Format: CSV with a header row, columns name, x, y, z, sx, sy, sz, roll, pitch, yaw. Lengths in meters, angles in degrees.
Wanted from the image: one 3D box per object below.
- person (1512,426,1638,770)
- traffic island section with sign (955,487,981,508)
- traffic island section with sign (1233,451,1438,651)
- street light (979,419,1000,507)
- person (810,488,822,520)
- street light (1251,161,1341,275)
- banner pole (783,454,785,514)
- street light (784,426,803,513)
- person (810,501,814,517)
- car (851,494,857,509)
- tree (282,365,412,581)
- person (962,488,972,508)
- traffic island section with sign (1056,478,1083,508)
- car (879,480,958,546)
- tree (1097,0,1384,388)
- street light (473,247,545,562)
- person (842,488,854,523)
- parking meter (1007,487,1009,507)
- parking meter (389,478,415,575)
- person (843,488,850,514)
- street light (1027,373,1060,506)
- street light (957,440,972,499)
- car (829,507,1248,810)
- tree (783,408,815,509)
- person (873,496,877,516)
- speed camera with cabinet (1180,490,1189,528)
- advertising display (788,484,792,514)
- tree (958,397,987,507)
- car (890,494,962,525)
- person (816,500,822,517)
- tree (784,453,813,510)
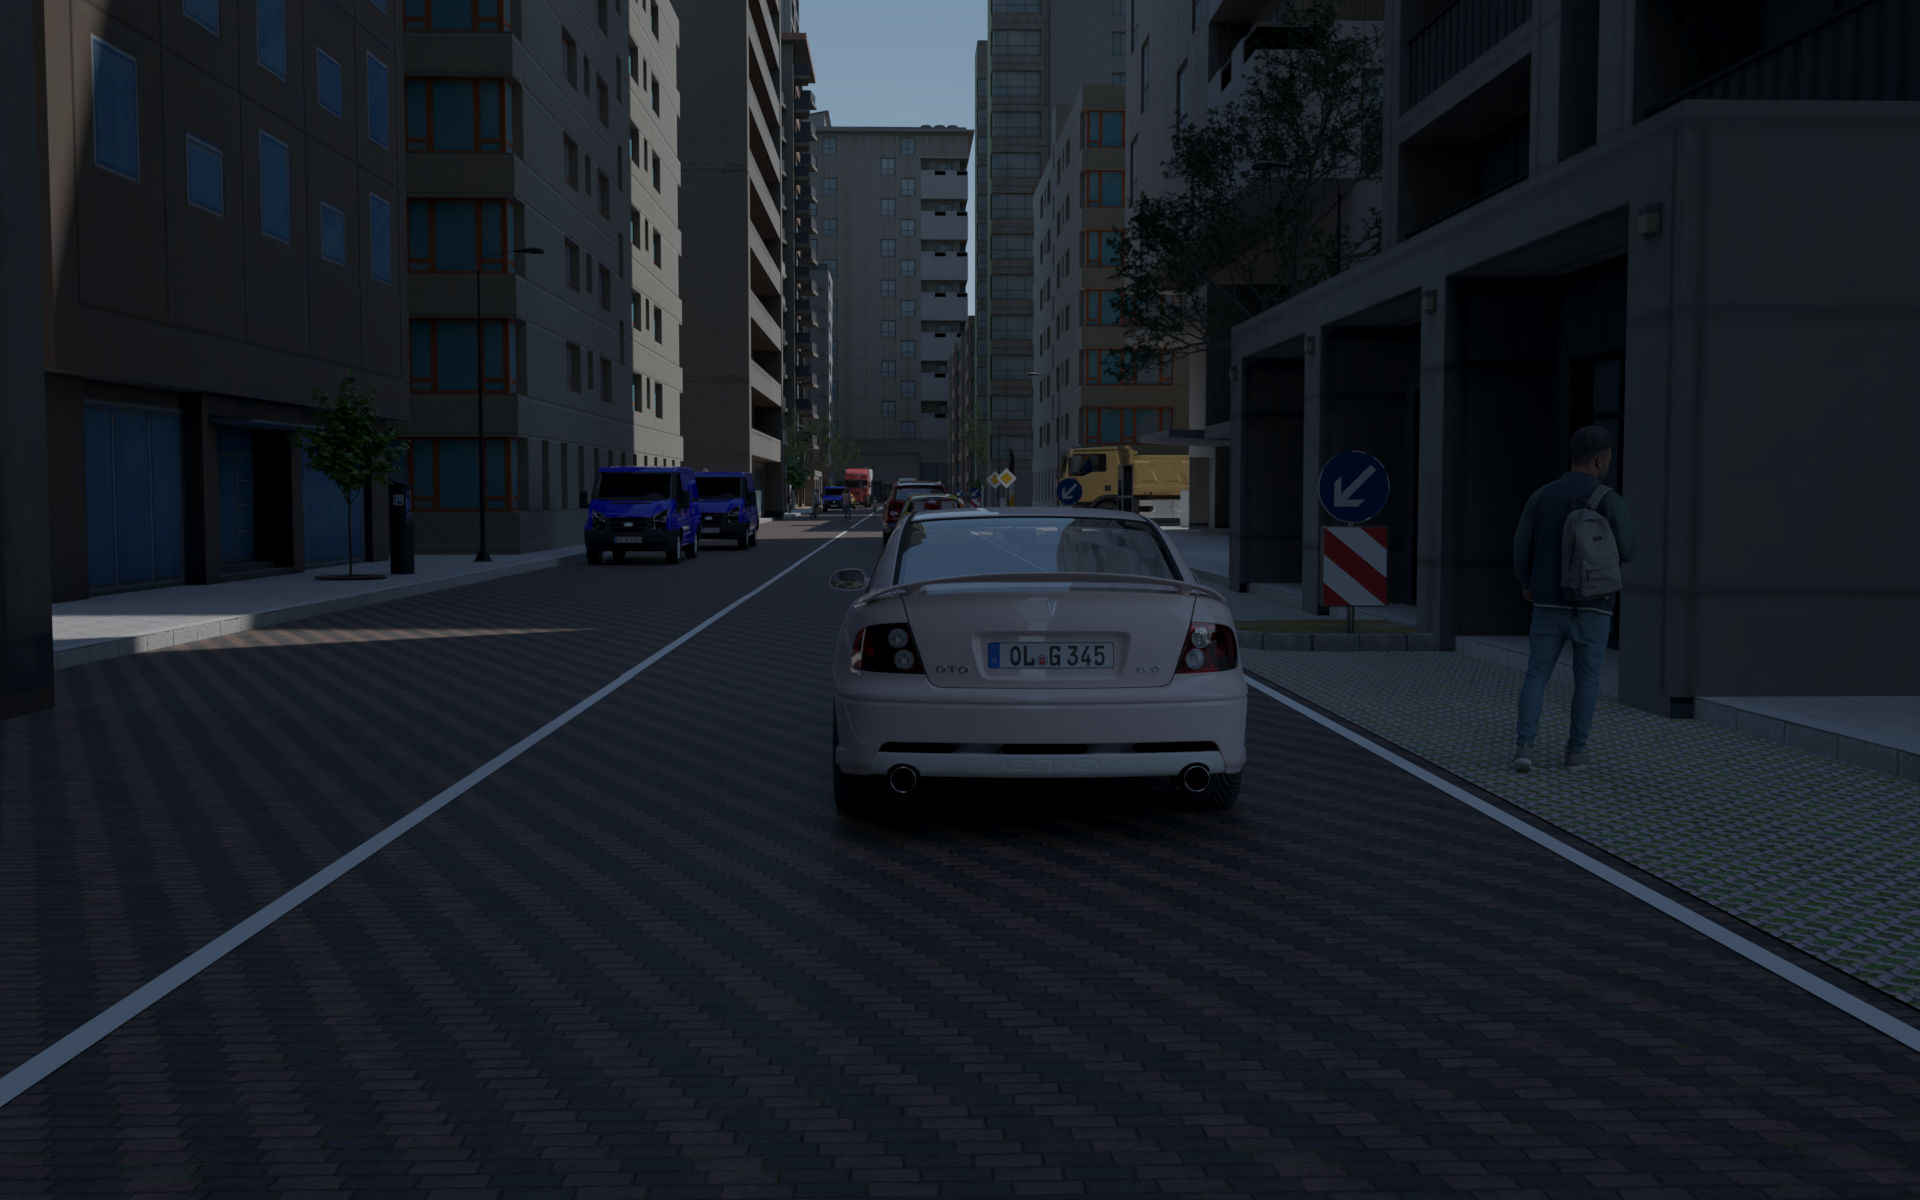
name,x,y,z,sx,sy,sz,roll,pitch,yaw
person,3.158,-0.005,8.927,0.623,1.781,0.721,2,4,24
traffic island section with sign,0.717,-5.533,99.094,1.989,1.847,2.006,0,4,-2
traffic island section with sign,3.471,-0.489,16.619,1.989,1.847,2.006,0,4,-2
street light,1.861,-8.241,107.279,1.470,5.913,1.316,0,4,-2
person,-8.056,-5.380,96.941,0.515,1.767,0.782,-2,4,-29
street light,4.757,-3.168,24.331,1.470,5.913,1.316,0,4,-2
banner pole,-11.071,-7.253,108.600,0.401,3.779,0.863,0,4,3
street light,-11.327,-8.870,117.573,1.470,5.913,1.316,0,4,-2
person,-9.136,-5.799,108.336,0.505,1.210,0.382,-3,5,-42
car,-10.830,-9.478,165.186,2.015,1.641,3.980,0,4,-2
tree,-9.053,-1.923,26.040,1.663,3.219,1.824,0,3,0
person,0.397,-5.060,91.777,0.519,1.759,0.362,1,4,18
traffic island section with sign,2.572,-2.136,43.559,1.989,1.847,2.006,0,4,-2
car,-1.177,-2.491,49.398,2.281,1.827,5.304,0,4,-2
tree,5.885,-5.954,31.762,7.601,10.594,8.767,3,5,44
street light,-8.510,-3.680,32.709,1.470,5.913,1.316,0,4,-2
person,-5.536,-4.661,85.299,0.593,1.750,0.643,0,4,1
parking meter,2.754,-5.612,97.470,0.255,1.863,0.399,2,4,26
parking meter,-8.940,-1.182,27.735,0.372,1.533,0.369,0,3,0
person,-8.208,-7.201,126.035,0.655,1.846,0.447,3,4,39
street light,3.253,-5.740,66.383,1.470,5.913,1.316,0,4,-2
street light,0.408,-10.805,149.205,1.470,5.913,1.316,0,4,-2
car,0.316,0.190,9.255,2.083,1.381,4.827,0,4,-1
tree,-14.279,-11.961,145.927,4.737,8.622,4.395,0,3,0
person,-5.607,-6.223,114.502,0.306,1.304,0.590,1,4,11
speed camera with cabinet,9.390,-4.433,66.816,2.038,3.252,0.660,-3,5,-41
advertising display,-11.168,-6.633,113.656,0.123,1.923,0.974,0,4,1
tree,1.956,-11.163,132.883,4.737,8.622,4.395,0,3,0
car,-0.687,-1.957,42.227,2.015,1.641,3.980,0,4,-3
person,-9.017,-5.939,110.623,0.505,1.210,0.382,1,4,15
tree,-13.567,-9.537,139.639,4.285,4.588,4.351,0,3,0
